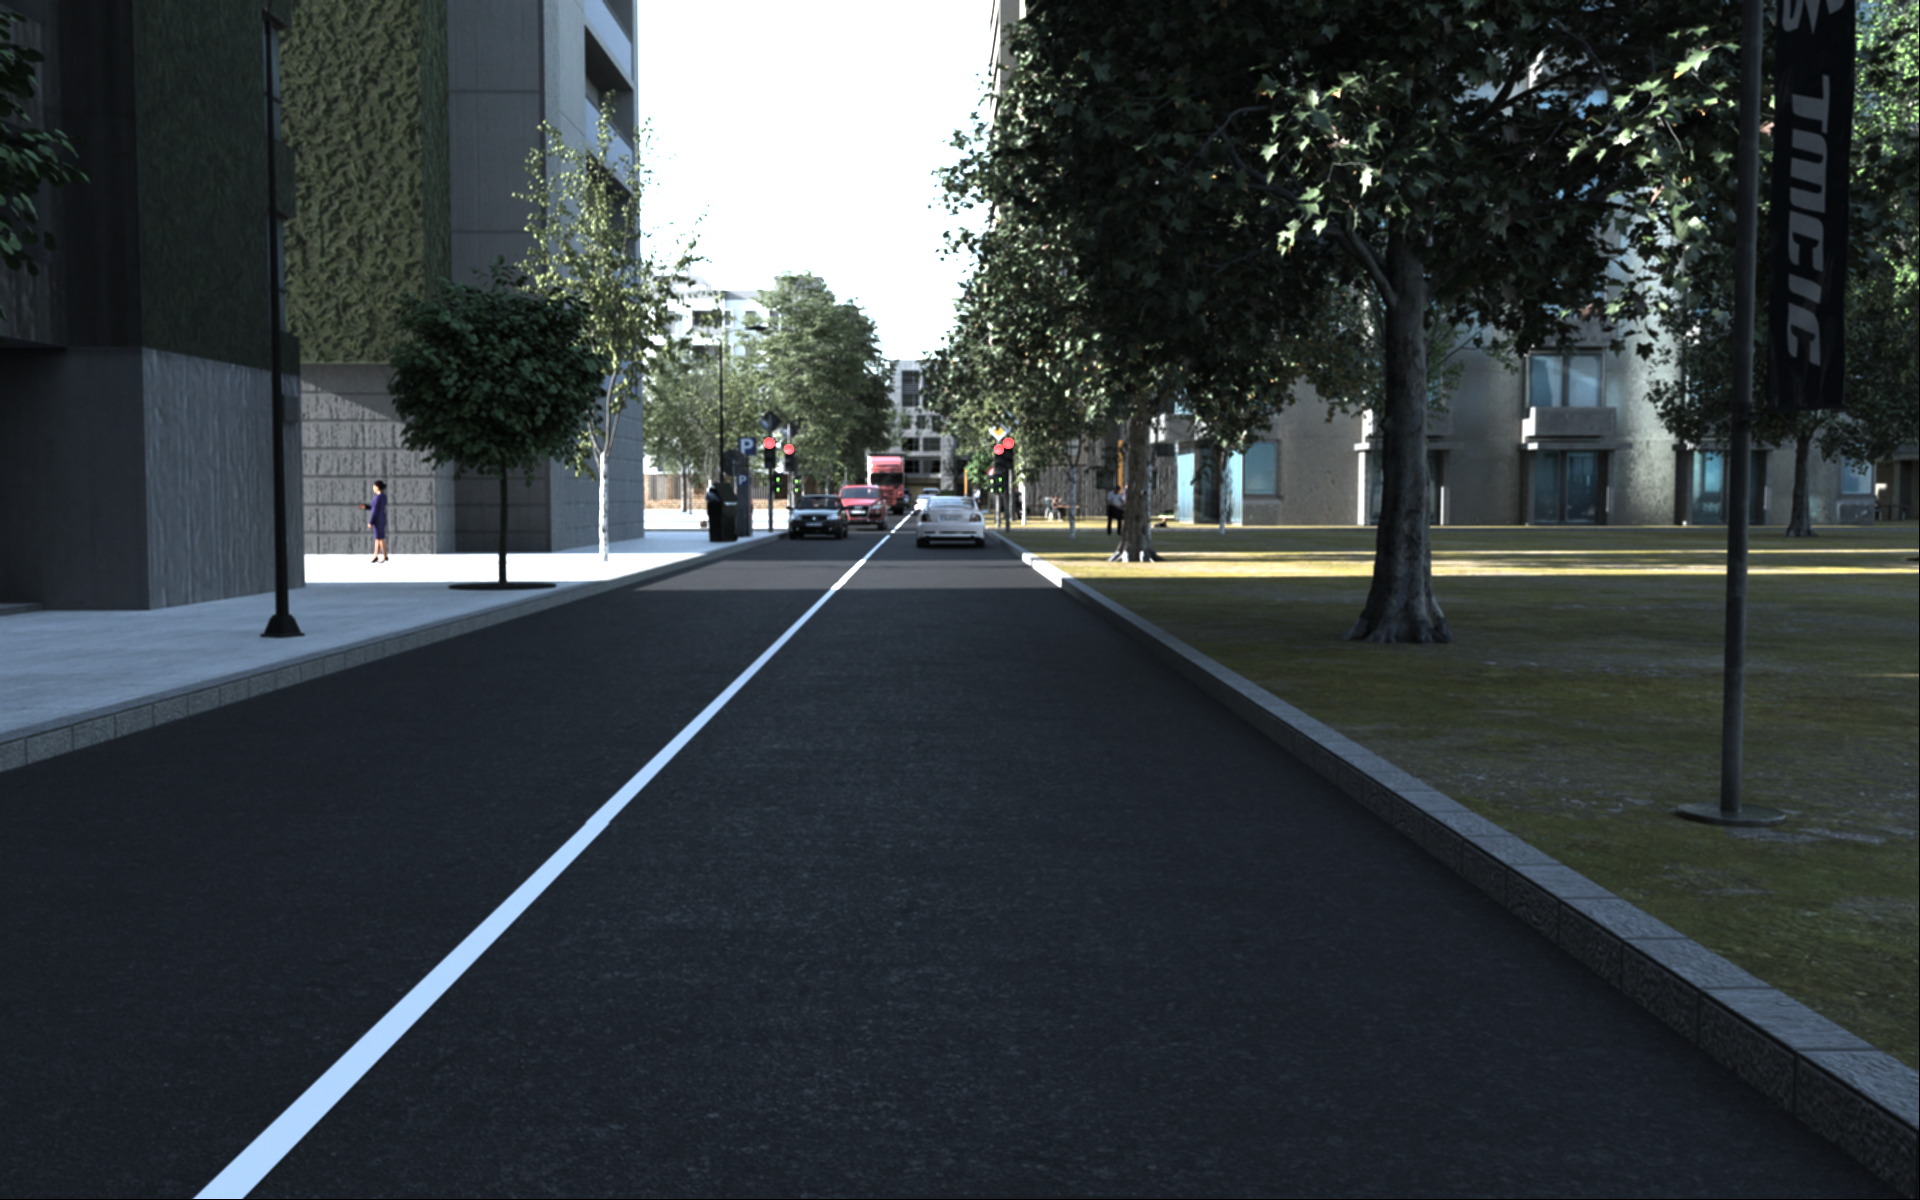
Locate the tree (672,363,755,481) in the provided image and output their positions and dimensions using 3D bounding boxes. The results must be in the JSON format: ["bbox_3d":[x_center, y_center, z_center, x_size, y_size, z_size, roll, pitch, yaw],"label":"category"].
[{"bbox_3d":[-19.444,-12.843,135.738,9.928,11.665,9.643,0,3,0],"label":"tree"}]

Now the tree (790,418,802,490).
[{"bbox_3d":[-9.621,-7.605,74.701,4.737,8.622,4.395,0,3,0],"label":"tree"}]

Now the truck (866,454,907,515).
[{"bbox_3d":[-5.209,-8.147,122.109,2.839,4.237,11.283,0,4,-3],"label":"truck"}]

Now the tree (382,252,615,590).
[{"bbox_3d":[-6.300,-2.441,23.622,4.285,4.588,4.351,0,3,0],"label":"tree"}]

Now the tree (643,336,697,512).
[{"bbox_3d":[-20.298,-12.643,124.834,7.486,12.596,7.792,0,3,0],"label":"tree"}]

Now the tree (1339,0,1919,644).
[{"bbox_3d":[3.942,-5.999,15.087,9.611,12.733,9.660,0,3,0],"label":"tree"}]

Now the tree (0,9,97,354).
[{"bbox_3d":[-6.110,-1.524,8.629,4.285,4.588,4.351,0,3,0],"label":"tree"}]

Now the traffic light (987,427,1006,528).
[{"bbox_3d":[1.459,-4.731,66.268,0.839,4.253,0.868,0,4,-1],"label":"traffic light"}]

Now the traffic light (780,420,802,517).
[{"bbox_3d":[-6.481,-4.722,66.120,0.839,4.253,0.868,0,4,-1],"label":"traffic light"}]

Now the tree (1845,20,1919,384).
[{"bbox_3d":[14.343,-4.496,23.877,4.737,8.622,4.395,0,3,0],"label":"tree"}]

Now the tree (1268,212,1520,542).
[{"bbox_3d":[11.883,-7.379,46.401,9.928,11.665,9.643,0,3,0],"label":"tree"}]

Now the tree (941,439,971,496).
[{"bbox_3d":[-0.590,-16.399,218.487,4.360,8.622,3.978,0,3,0],"label":"tree"}]

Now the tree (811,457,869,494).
[{"bbox_3d":[-9.015,-8.485,122.443,4.285,4.588,4.351,0,3,0],"label":"tree"}]

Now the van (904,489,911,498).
[{"bbox_3d":[-7.031,-12.562,209.771,2.240,2.365,5.245,0,4,-2],"label":"van"}]

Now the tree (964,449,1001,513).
[{"bbox_3d":[1.930,-8.072,115.694,4.285,4.588,4.351,0,3,0],"label":"tree"}]

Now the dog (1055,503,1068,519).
[{"bbox_3d":[5.125,-4.596,89.522,0.513,0.831,0.800,-2,4,-35],"label":"dog"}]

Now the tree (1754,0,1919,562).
[{"bbox_3d":[18.782,-6.557,32.957,9.928,11.665,9.643,0,3,0],"label":"tree"}]

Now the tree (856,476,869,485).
[{"bbox_3d":[-8.891,-10.396,164.579,1.663,3.219,1.824,0,3,0],"label":"tree"}]

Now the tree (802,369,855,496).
[{"bbox_3d":[-7.721,-9.094,99.046,4.737,8.622,4.395,0,3,0],"label":"tree"}]

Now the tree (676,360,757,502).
[{"bbox_3d":[-13.601,-9.127,99.587,4.360,8.622,3.978,0,3,0],"label":"tree"}]

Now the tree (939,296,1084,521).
[{"bbox_3d":[2.369,-10.069,82.761,7.486,12.596,7.792,0,3,0],"label":"tree"}]

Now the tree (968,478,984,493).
[{"bbox_3d":[1.423,-10.045,158.830,1.663,3.219,1.824,0,3,0],"label":"tree"}]

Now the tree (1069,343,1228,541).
[{"bbox_3d":[4.762,-5.729,44.034,4.360,8.622,3.978,0,3,0],"label":"tree"}]

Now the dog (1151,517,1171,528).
[{"bbox_3d":[7.625,-2.954,66.029,0.748,0.427,0.550,1,4,22],"label":"dog"}]

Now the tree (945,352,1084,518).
[{"bbox_3d":[2.526,-9.597,91.327,8.767,10.594,7.601,1,4,10],"label":"tree"}]

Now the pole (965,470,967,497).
[{"bbox_3d":[0.460,-8.540,133.474,0.158,3.312,0.155,0,3,0],"label":"pole"}]

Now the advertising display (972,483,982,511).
[{"bbox_3d":[0.973,-5.852,100.891,0.123,1.923,0.974,-2,4,-31],"label":"advertising display"}]

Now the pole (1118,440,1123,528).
[{"bbox_3d":[6.069,-4.384,65.521,0.158,3.312,0.155,0,3,0],"label":"pole"}]

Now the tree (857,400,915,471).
[{"bbox_3d":[-8.810,-15.739,183.081,9.928,11.665,9.643,0,3,0],"label":"tree"}]

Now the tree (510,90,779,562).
[{"bbox_3d":[-6.589,-5.037,32.719,4.737,8.622,4.395,0,3,0],"label":"tree"}]

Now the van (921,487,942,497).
[{"bbox_3d":[-2.091,-7.349,127.171,2.013,2.044,4.112,0,4,0],"label":"van"}]

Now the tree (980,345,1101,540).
[{"bbox_3d":[3.151,-6.013,48.672,4.737,8.622,4.395,0,3,0],"label":"tree"}]

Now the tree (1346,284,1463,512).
[{"bbox_3d":[13.551,-6.361,54.371,4.737,8.622,4.395,0,3,0],"label":"tree"}]

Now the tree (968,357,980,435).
[{"bbox_3d":[2.453,-7.439,71.991,4.737,8.622,4.395,0,3,0],"label":"tree"}]

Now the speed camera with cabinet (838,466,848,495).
[{"bbox_3d":[-7.826,-7.463,116.349,0.660,3.252,2.038,0,4,-3],"label":"speed camera with cabinet"}]

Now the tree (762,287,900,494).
[{"bbox_3d":[-8.200,-12.328,108.220,9.857,13.997,8.962,0,3,0],"label":"tree"}]

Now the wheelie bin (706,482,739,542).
[{"bbox_3d":[-6.444,-2.372,46.690,0.693,1.594,0.980,2,4,34],"label":"wheelie bin"}]

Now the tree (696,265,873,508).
[{"bbox_3d":[-7.840,-10.279,86.181,7.486,12.596,7.792,0,3,0],"label":"tree"}]
